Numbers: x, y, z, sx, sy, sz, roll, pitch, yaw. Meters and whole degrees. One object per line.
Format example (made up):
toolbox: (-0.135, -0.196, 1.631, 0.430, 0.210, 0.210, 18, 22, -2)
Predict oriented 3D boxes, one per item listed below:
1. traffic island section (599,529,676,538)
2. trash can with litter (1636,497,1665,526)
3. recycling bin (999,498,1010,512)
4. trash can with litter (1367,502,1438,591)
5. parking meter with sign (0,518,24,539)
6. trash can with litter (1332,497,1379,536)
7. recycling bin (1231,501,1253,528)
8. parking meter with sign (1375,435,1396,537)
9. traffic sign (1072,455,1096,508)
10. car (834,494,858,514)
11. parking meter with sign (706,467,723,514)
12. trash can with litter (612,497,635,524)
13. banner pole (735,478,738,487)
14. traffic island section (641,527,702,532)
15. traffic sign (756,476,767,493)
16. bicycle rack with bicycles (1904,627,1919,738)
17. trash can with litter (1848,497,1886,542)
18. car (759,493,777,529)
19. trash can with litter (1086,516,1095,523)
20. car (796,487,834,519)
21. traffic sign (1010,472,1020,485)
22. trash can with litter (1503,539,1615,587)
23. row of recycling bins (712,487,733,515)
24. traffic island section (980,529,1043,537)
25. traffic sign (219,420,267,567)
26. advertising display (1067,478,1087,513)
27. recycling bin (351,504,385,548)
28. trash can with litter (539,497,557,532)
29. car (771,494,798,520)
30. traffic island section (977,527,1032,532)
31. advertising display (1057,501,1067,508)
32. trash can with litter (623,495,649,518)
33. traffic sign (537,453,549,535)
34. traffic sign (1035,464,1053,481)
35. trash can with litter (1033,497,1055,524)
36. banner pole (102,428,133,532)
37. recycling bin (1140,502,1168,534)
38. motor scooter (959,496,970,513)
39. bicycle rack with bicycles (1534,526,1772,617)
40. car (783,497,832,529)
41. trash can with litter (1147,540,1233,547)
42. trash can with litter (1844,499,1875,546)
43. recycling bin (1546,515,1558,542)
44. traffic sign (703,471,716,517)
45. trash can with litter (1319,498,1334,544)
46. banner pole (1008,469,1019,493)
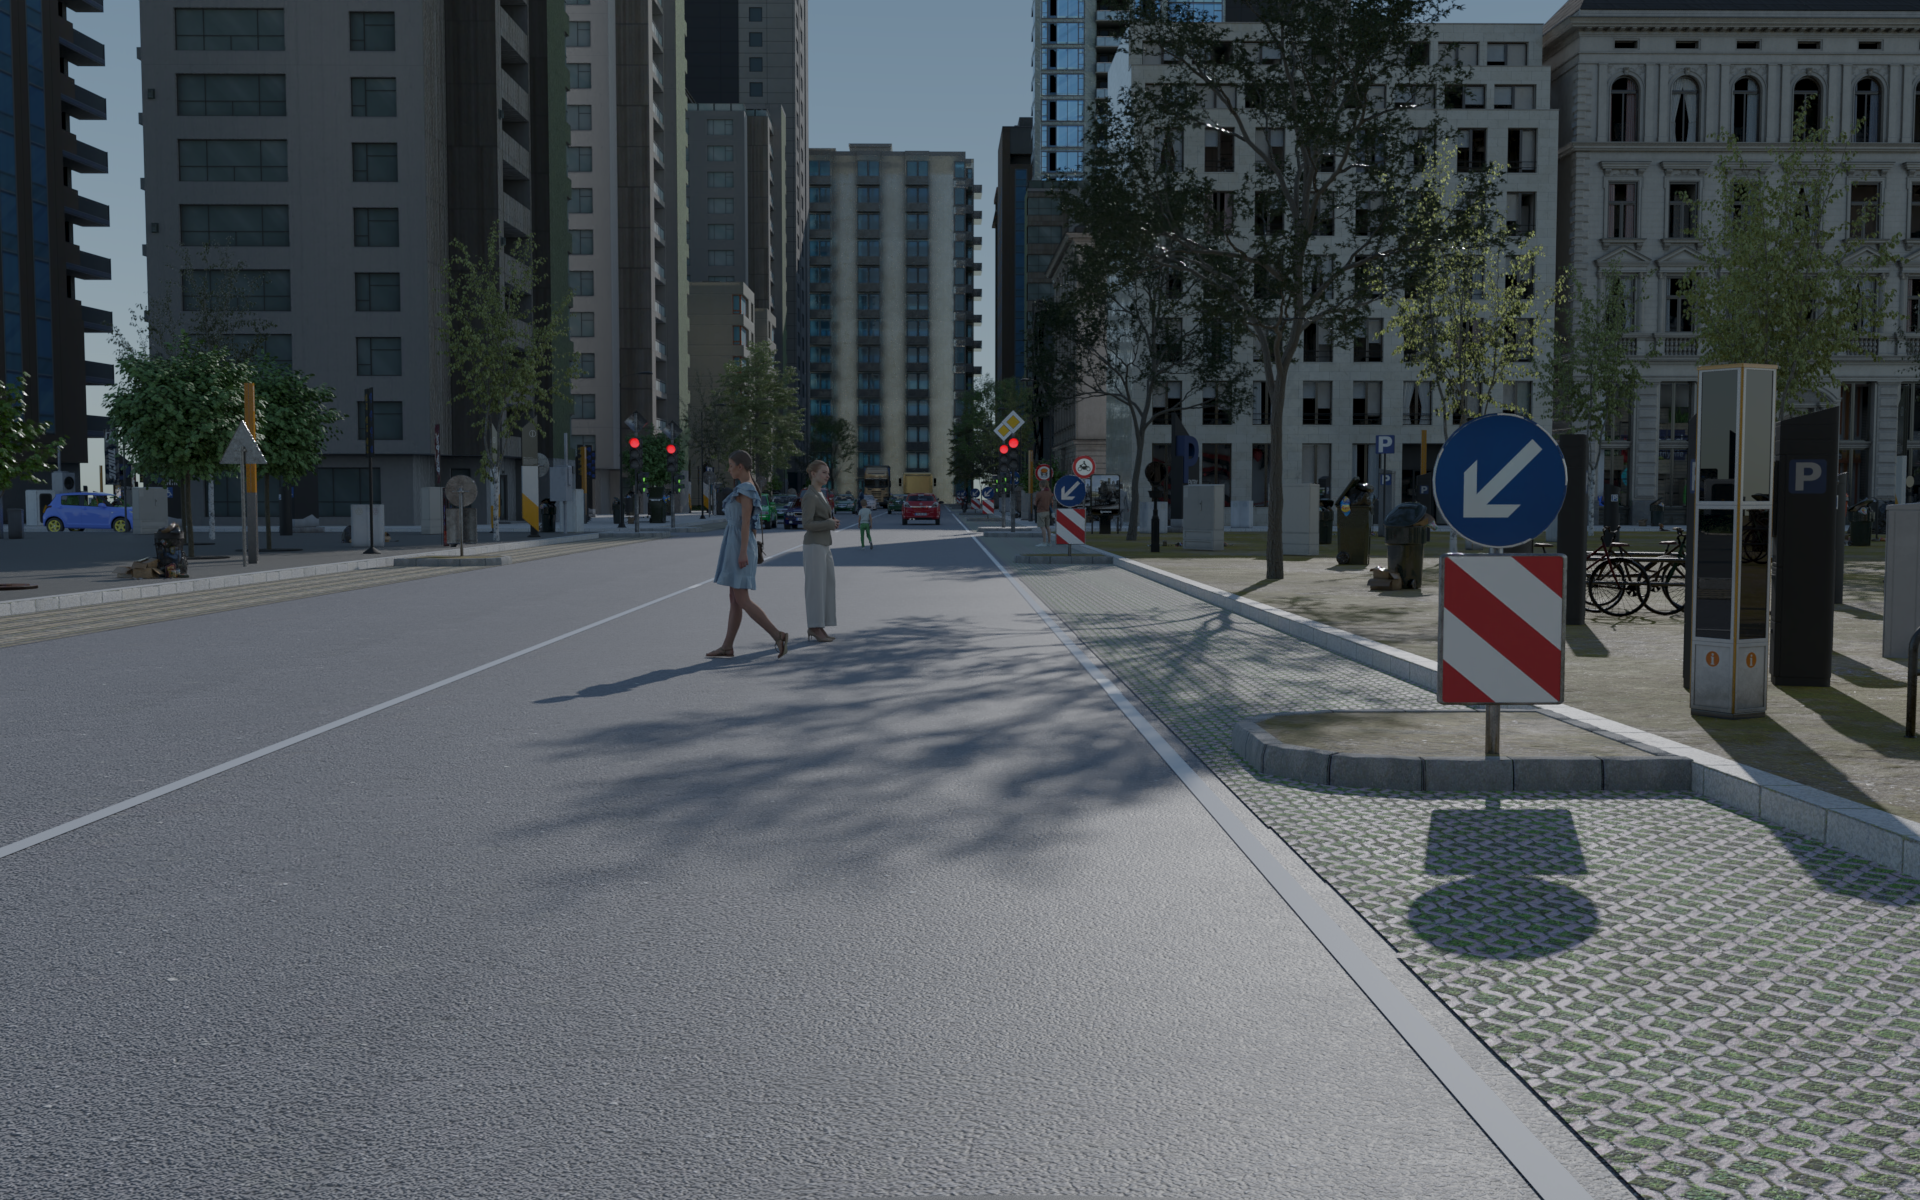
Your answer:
traffic island section: (-10.837, -2.186, 58.021, 2.009, 0.180, 2.903, 0, 4, -1)
trash can with litter: (27.342, -3.497, 68.567, 1.055, 1.170, 0.624, 2, 4, 30)
recycling bin: (3.198, -6.748, 122.890, 0.722, 1.027, 0.722, -1, 4, -12)
trash can with litter: (5.927, -0.726, 23.264, 0.624, 1.170, 1.055, 3, 4, 39)
parking meter with sign: (-27.751, -3.252, 49.435, 1.738, 3.016, 0.543, -1, 4, -18)
trash can with litter: (12.777, -2.639, 54.203, 2.233, 1.210, 1.678, 1, 4, 10)
recycling bin: (10.687, -3.247, 65.641, 0.722, 1.027, 0.722, 1, 4, 21)
parking meter with sign: (12.851, -3.409, 52.002, 0.543, 3.016, 1.738, 1, 4, 21)
traffic sign: (4.077, -3.476, 56.945, 0.768, 2.556, 0.104, 0, 4, 3)
car: (-8.369, -6.922, 124.968, 2.131, 1.459, 4.920, 0, 4, -1)
parking meter with sign: (-15.613, -7.054, 111.590, 0.543, 3.016, 1.738, 2, 4, 26)
trash can with litter: (-14.357, -3.836, 74.112, 1.055, 1.170, 0.624, 0, 4, -4)
banner pole: (-14.008, -7.247, 108.506, 0.401, 3.779, 0.863, 0, 4, 5)
traffic island section: (-10.954, -2.674, 66.006, 2.009, 0.180, 2.903, 0, 4, -1)
traffic sign: (-14.014, -7.464, 122.148, 0.768, 2.556, 0.104, 0, 4, 5)
bicycle rack with bicycles: (6.200, 0.313, 8.273, 2.925, 0.926, 2.852, -1, 4, -9)
trash can with litter: (24.609, -2.229, 47.507, 1.678, 1.210, 2.233, -2, 4, -30)
car: (-8.601, -3.860, 71.910, 1.959, 1.807, 4.718, 0, 4, -2)
trash can with litter: (5.585, -4.051, 77.620, 1.055, 1.170, 0.624, 2, 4, 35)
car: (-8.318, -5.536, 99.190, 2.281, 1.827, 5.304, 0, 4, -1)
traffic sign: (3.001, -5.923, 96.939, 0.768, 2.556, 0.104, 0, 4, 1)
trash can with litter: (8.067, -0.785, 23.898, 2.233, 1.210, 1.678, 0, 4, 4)
row of recycling bins: (-14.446, -6.038, 105.839, 1.069, 1.692, 3.534, -1, 4, -16)
traffic island section: (1.803, -2.197, 58.201, 2.009, 0.180, 2.903, 0, 4, -1)
traffic sign: (-12.622, -1.865, 30.493, 0.884, 2.594, 0.081, 0, 4, 7)
advertising display: (4.920, -3.961, 69.974, 0.974, 1.923, 0.123, 1, 4, 18)
recycling bin: (-14.327, -1.796, 41.911, 0.722, 1.027, 0.722, -1, 4, -15)
trash can with litter: (-13.972, -2.870, 58.312, 0.624, 1.170, 1.055, -2, 4, -30)
car: (-8.679, -4.514, 85.596, 2.131, 1.459, 4.920, 0, 4, -1)
traffic island section: (1.686, -2.685, 66.185, 2.009, 0.180, 2.903, 0, 4, -1)
advertising display: (5.434, -5.097, 88.543, 0.974, 1.923, 0.123, 0, 4, 4)
trash can with litter: (-17.186, -4.926, 91.595, 2.233, 1.210, 1.678, 0, 4, 3)
traffic sign: (-13.042, -3.261, 53.423, 0.768, 2.556, 0.104, 1, 4, 8)
traffic sign: (3.549, -4.464, 73.098, 0.768, 2.556, 0.104, 0, 4, 4)
trash can with litter: (3.715, -3.909, 75.303, 1.055, 1.170, 0.624, 1, 4, 23)
banner pole: (-28.243, -4.161, 58.052, 0.863, 3.779, 0.401, 0, 4, -7)
recycling bin: (6.304, -2.683, 56.426, 0.722, 1.027, 0.722, -1, 4, -16)
motor scooter: (0.335, -7.312, 132.335, 0.815, 1.314, 1.986, 0, 4, -3)
bicycle rack with bicycles: (7.450, -0.332, 18.815, 2.925, 0.926, 2.852, 2, 4, 27)
car: (-6.263, -3.605, 71.524, 1.945, 1.354, 3.894, 0, 4, 1)
trash can with litter: (5.697, -1.932, 42.644, 2.233, 1.210, 1.678, 0, 4, 1)
trash can with litter: (21.968, -1.916, 42.716, 0.624, 1.170, 1.055, -2, 4, -32)
recycling bin: (16.172, -2.066, 46.336, 0.722, 1.027, 0.722, 0, 4, -8)
traffic sign: (-13.726, -5.790, 94.778, 0.768, 2.556, 0.104, 0, 4, 1)
trash can with litter: (9.202, -2.022, 44.444, 0.624, 1.170, 1.055, 0, 4, -6)
banner pole: (2.898, -6.762, 100.575, 0.401, 3.779, 0.863, 2, 4, 25)
